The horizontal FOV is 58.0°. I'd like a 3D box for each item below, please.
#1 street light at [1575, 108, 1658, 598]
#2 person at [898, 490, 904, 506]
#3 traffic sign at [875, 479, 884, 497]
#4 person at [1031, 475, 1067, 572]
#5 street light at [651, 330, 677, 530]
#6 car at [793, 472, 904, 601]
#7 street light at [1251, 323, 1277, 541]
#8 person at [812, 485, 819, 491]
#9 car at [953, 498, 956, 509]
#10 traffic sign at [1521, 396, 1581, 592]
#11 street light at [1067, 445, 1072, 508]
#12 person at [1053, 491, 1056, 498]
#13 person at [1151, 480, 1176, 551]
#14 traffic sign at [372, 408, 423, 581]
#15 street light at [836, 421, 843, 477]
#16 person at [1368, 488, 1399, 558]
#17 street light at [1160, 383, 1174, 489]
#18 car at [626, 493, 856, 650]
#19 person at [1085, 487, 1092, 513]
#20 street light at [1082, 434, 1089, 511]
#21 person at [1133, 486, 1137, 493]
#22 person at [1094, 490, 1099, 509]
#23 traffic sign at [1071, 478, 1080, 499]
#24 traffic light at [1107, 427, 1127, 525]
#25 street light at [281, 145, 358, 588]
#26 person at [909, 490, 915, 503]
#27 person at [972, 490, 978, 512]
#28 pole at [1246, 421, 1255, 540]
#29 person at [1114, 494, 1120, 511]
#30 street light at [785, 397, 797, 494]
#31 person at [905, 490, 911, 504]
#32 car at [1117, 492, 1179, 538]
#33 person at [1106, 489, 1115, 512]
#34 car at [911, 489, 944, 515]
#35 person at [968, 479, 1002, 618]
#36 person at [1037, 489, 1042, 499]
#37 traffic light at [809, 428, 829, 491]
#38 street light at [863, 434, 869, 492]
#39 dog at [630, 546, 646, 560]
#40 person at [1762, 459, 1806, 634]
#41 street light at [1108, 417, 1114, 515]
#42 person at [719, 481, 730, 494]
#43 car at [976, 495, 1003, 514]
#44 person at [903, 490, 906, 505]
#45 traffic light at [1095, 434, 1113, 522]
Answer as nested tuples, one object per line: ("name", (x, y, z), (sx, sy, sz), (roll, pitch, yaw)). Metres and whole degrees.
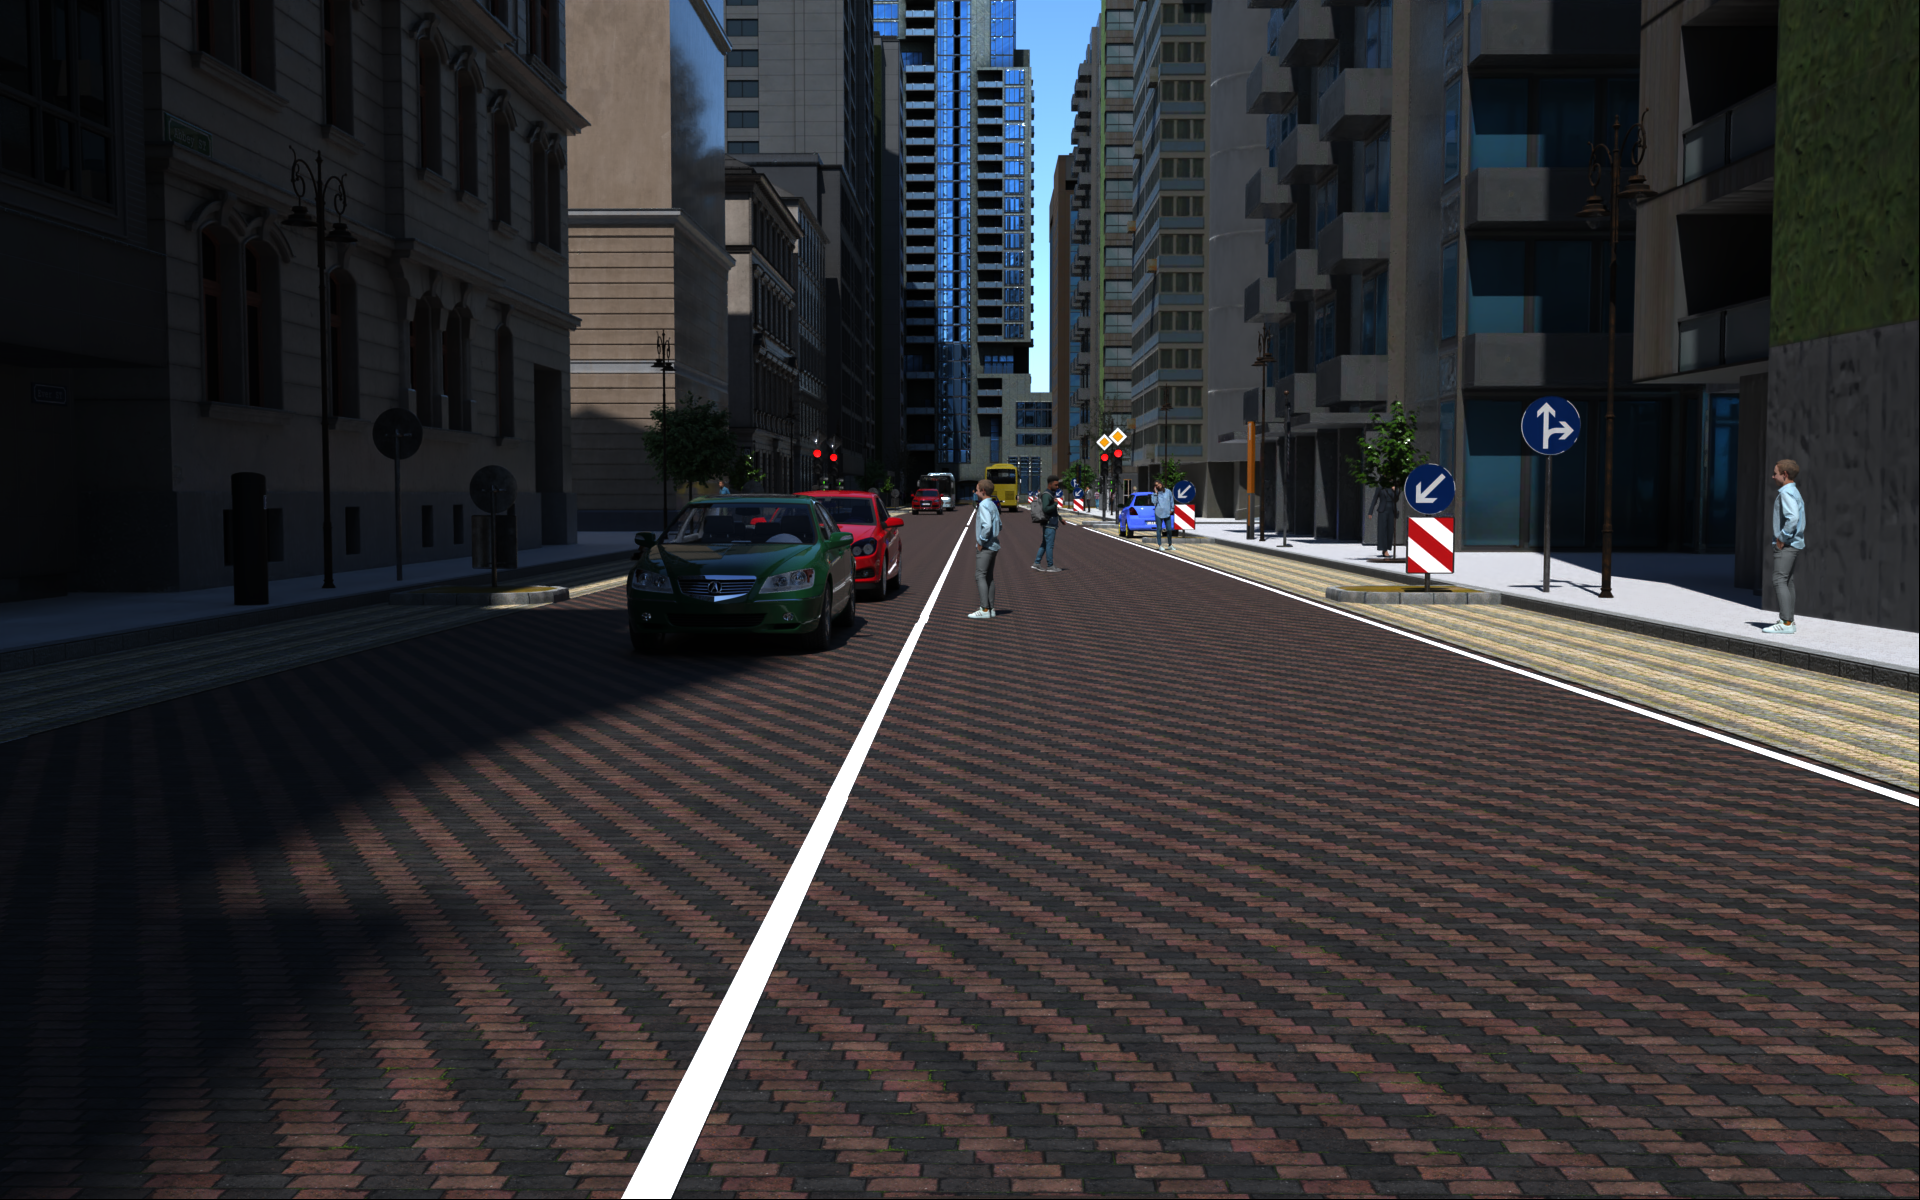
("street light", (8.004, -2.966, 21.282), (0.468, 5.910, 1.993), (0, 4, 1))
("person", (-6.618, -11.392, 192.753), (0.683, 1.767, 0.568), (-1, 4, -9))
("traffic sign", (-6.748, -8.862, 145.002), (0.768, 2.556, 0.104), (1, 4, 10))
("person", (1.649, -1.415, 31.986), (0.721, 1.781, 0.623), (0, 4, -6))
("street light", (-8.337, -4.654, 48.878), (0.468, 5.910, 1.993), (0, 4, 1))
("car", (-1.838, -0.955, 24.662), (2.155, 1.783, 4.494), (0, 4, 2))
("street light", (8.225, -4.537, 46.967), (0.468, 5.910, 1.993), (0, 4, 1))
("person", (-4.545, -2.840, 55.772), (0.643, 1.720, 0.563), (0, 4, 7))
("car", (-1.421, -9.810, 172.398), (2.014, 1.417, 4.499), (0, 4, 2))
("traffic sign", (7.661, -1.373, 22.550), (0.768, 2.556, 0.104), (0, 4, 1))
("street light", (9.779, -11.162, 155.283), (0.468, 5.910, 1.993), (0, 4, 1))
("person", (10.287, -11.234, 190.664), (0.756, 1.711, 0.436), (-1, 4, -20))
("person", (5.158, -2.146, 43.852), (0.793, 1.790, 0.793), (-2, 4, -33))
("traffic sign", (-8.308, -1.559, 25.598), (0.768, 2.556, 0.104), (0, 4, 4))
("street light", (-7.544, -8.236, 107.446), (0.468, 5.910, 1.993), (0, 4, 1))
("person", (8.616, -1.754, 35.148), (0.576, 1.772, 0.534), (-2, 4, -28))
("street light", (8.608, -6.092, 72.385), (0.468, 5.910, 1.993), (0, 4, 1))
("car", (-2.083, -0.345, 17.437), (2.131, 1.459, 4.920), (0, 4, 1))
("person", (8.927, -6.985, 120.429), (0.473, 1.802, 0.592), (-1, 4, -12))
("street light", (9.356, -9.607, 129.865), (0.468, 5.910, 1.993), (0, 4, 1))
("person", (11.781, -6.777, 117.029), (0.526, 1.800, 0.537), (-1, 4, -16))
("person", (11.806, -8.686, 148.897), (0.563, 1.720, 0.643), (2, 4, 30))
("traffic sign", (9.152, -8.392, 137.313), (0.768, 2.556, 0.104), (0, 4, 2))
("traffic light", (6.601, -5.129, 72.775), (0.839, 4.253, 0.868), (0, 4, 1))
("street light", (-8.615, -3.099, 23.458), (0.468, 5.910, 1.993), (0, 4, 1))
("person", (-6.178, -13.072, 220.307), (0.617, 1.759, 0.750), (1, 4, 21))
("person", (1.236, -8.081, 140.960), (0.444, 1.785, 0.601), (-1, 4, -17))
("pole", (8.193, -3.359, 48.766), (0.158, 3.312, 0.155), (0, 3, 0))
("person", (11.773, -7.620, 130.822), (0.583, 1.804, 0.606), (0, 4, -1))
("street light", (-7.896, -6.629, 81.177), (0.468, 5.910, 1.993), (0, 4, 1))
("person", (-6.637, -12.815, 216.081), (1.217, 1.766, 0.721), (0, 4, 5))
("car", (6.174, -2.897, 56.960), (1.945, 1.707, 3.694), (0, 4, 0))
("person", (11.018, -7.337, 126.592), (0.643, 1.750, 0.593), (1, 4, 23))
("car", (-2.272, -6.890, 121.326), (2.281, 1.827, 5.304), (0, 4, 1))
("person", (0.303, -0.604, 20.191), (0.330, 1.601, 0.589), (2, 4, 25))
("person", (6.875, -8.599, 149.058), (0.822, 1.834, 0.622), (0, 4, 1))
("traffic light", (-5.959, -5.138, 72.922), (0.839, 4.253, 0.868), (0, 4, 1))
("street light", (-7.272, -9.825, 133.428), (0.468, 5.910, 1.993), (0, 4, 1))
("dog", (-6.827, -1.042, 37.236), (0.550, 0.427, 0.748), (0, 4, -2))
("person", (7.686, -0.506, 16.124), (0.330, 1.601, 0.589), (3, 5, 40))
("street light", (9.167, -8.052, 104.444), (0.468, 5.910, 1.993), (0, 4, 1))
("person", (-8.507, -3.437, 62.587), (0.444, 1.785, 0.601), (-3, 4, -37))
("car", (2.075, -6.795, 123.674), (1.945, 1.354, 3.894), (0, 4, 1))
("person", (-6.759, -12.289, 207.655), (0.721, 1.739, 1.217), (-2, 4, -32))
("traffic light", (6.705, -5.617, 80.760), (0.839, 4.253, 0.868), (0, 4, 1))
